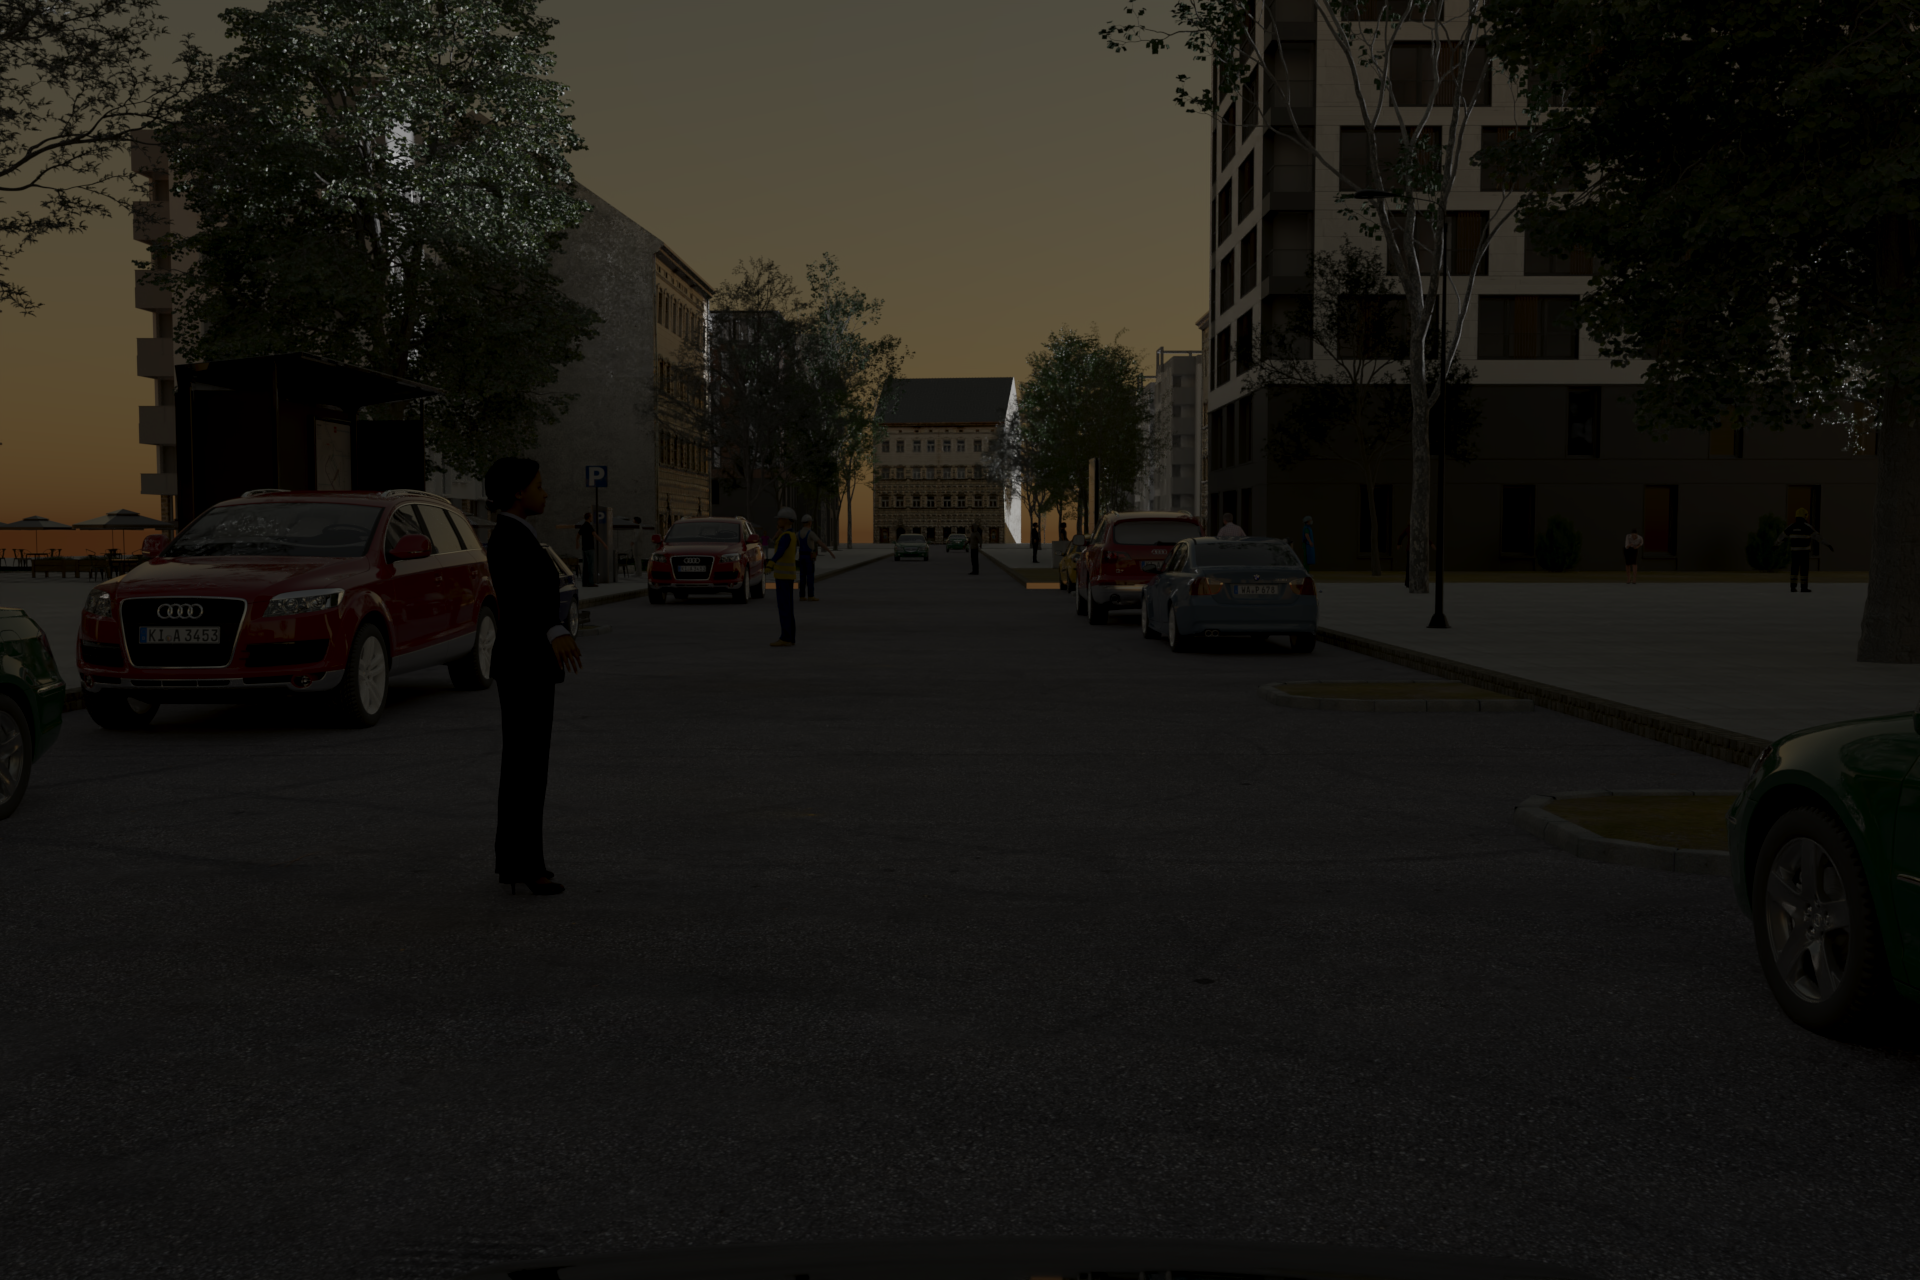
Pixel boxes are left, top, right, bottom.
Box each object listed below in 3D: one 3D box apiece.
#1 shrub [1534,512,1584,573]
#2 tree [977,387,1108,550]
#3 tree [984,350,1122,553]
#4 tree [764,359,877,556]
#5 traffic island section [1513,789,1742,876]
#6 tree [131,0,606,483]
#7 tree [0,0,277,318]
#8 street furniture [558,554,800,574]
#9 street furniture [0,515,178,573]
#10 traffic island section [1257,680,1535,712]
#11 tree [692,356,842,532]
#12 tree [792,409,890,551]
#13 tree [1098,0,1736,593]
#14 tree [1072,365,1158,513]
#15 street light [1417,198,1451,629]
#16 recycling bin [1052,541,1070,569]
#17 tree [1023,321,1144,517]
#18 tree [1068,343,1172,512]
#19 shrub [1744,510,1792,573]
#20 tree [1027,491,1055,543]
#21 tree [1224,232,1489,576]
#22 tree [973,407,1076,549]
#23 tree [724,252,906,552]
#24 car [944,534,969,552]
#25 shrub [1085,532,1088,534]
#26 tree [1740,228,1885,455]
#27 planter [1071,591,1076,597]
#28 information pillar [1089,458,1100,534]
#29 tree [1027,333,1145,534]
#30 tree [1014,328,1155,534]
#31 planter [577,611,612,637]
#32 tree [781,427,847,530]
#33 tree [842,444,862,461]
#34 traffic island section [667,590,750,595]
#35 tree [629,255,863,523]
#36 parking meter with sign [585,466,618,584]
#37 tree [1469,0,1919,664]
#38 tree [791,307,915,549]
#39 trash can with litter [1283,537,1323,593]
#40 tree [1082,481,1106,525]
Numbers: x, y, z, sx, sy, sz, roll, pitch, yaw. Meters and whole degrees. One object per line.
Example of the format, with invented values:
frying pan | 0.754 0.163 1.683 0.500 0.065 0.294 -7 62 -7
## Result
shrub | 19.980 -3.269 57.867 1.690 2.028 1.600 0 3 0
tree | 6.239 -13.873 137.187 12.009 13.543 11.850 0 3 0
tree | 6.668 -12.585 116.132 12.009 13.543 11.850 0 3 0
tree | -8.483 -10.821 102.683 9.928 11.665 9.643 0 3 0
traffic island section | 3.725 0.899 8.162 1.991 0.108 1.994 0 4 -1
tree | -11.890 -7.907 35.931 9.857 13.997 8.962 0 3 0
tree | -12.270 -6.480 16.313 12.009 13.543 11.850 0 3 0
street furniture | -10.215 -2.590 57.971 10.072 0.657 5.734 0 4 0
street furniture | -33.328 -3.389 60.434 27.439 1.986 14.083 -1 4 -9
traffic island section | 3.630 0.483 14.965 1.991 0.108 1.994 0 4 -1
tree | -9.558 -9.574 90.954 7.601 10.594 8.767 3 4 36
tree | -9.478 -12.689 133.227 9.928 11.665 9.643 0 3 0
tree | 9.268 -10.991 35.594 12.611 20.169 13.585 0 3 0
tree | 6.606 -7.656 75.533 4.360 8.622 3.978 0 3 0
street light | 7.087 -3.116 23.494 1.470 5.913 1.316 0 3 0
recycling bin | 3.801 -3.181 64.568 0.722 1.027 0.722 0 4 0
tree | 4.868 -6.659 59.242 4.360 8.622 3.978 0 3 0
tree | 5.889 -7.172 67.627 4.360 8.622 3.978 0 3 0
shrub | 26.957 -3.278 57.632 1.661 2.075 1.752 0 3 0
tree | 11.766 -17.493 236.376 4.360 8.622 3.978 0 3 0
tree | 12.664 -7.268 53.243 8.767 10.594 7.601 -2 4 -29
tree | 6.285 -14.762 151.723 12.009 13.543 11.850 0 3 0
tree | -10.116 -16.092 118.989 12.611 20.169 13.585 0 3 0
car | -0.195 -7.630 136.548 2.131 1.459 4.920 0 4 0
shrub | 5.307 -3.639 63.547 1.661 2.075 1.752 0 3 0
tree | 27.371 -8.427 48.144 12.009 13.543 11.850 0 3 0
planter | 3.591 -1.168 40.243 1.991 0.319 1.994 0 4 -1
information pillar | 4.190 -3.839 54.084 0.184 3.620 1.656 0 4 -2
tree | 7.164 -11.035 98.554 7.486 12.596 7.792 0 3 0
tree | 6.312 -9.930 88.115 9.928 11.665 9.643 0 3 0
planter | -6.101 -0.232 24.933 1.991 0.319 1.994 0 4 0
tree | -9.256 -9.706 109.056 4.737 8.622 4.395 0 3 0
tree | -19.647 -23.650 242.571 12.611 20.169 13.585 0 3 0
traffic island section | -6.107 -1.149 41.660 1.991 0.108 1.994 0 4 -1
tree | -9.098 -10.106 75.603 12.009 13.543 11.850 0 3 0
parking meter with sign | -9.272 -2.984 45.046 0.543 3.016 1.738 0 4 -1
tree | 9.383 -6.757 17.126 9.857 13.997 8.962 0 3 0
tree | -10.783 -17.790 146.762 12.611 20.169 13.585 0 3 0
trash can with litter | 7.073 -1.625 37.634 1.678 1.210 2.233 0 4 -1
tree | 20.295 -19.856 242.773 7.486 12.596 7.792 0 3 0
